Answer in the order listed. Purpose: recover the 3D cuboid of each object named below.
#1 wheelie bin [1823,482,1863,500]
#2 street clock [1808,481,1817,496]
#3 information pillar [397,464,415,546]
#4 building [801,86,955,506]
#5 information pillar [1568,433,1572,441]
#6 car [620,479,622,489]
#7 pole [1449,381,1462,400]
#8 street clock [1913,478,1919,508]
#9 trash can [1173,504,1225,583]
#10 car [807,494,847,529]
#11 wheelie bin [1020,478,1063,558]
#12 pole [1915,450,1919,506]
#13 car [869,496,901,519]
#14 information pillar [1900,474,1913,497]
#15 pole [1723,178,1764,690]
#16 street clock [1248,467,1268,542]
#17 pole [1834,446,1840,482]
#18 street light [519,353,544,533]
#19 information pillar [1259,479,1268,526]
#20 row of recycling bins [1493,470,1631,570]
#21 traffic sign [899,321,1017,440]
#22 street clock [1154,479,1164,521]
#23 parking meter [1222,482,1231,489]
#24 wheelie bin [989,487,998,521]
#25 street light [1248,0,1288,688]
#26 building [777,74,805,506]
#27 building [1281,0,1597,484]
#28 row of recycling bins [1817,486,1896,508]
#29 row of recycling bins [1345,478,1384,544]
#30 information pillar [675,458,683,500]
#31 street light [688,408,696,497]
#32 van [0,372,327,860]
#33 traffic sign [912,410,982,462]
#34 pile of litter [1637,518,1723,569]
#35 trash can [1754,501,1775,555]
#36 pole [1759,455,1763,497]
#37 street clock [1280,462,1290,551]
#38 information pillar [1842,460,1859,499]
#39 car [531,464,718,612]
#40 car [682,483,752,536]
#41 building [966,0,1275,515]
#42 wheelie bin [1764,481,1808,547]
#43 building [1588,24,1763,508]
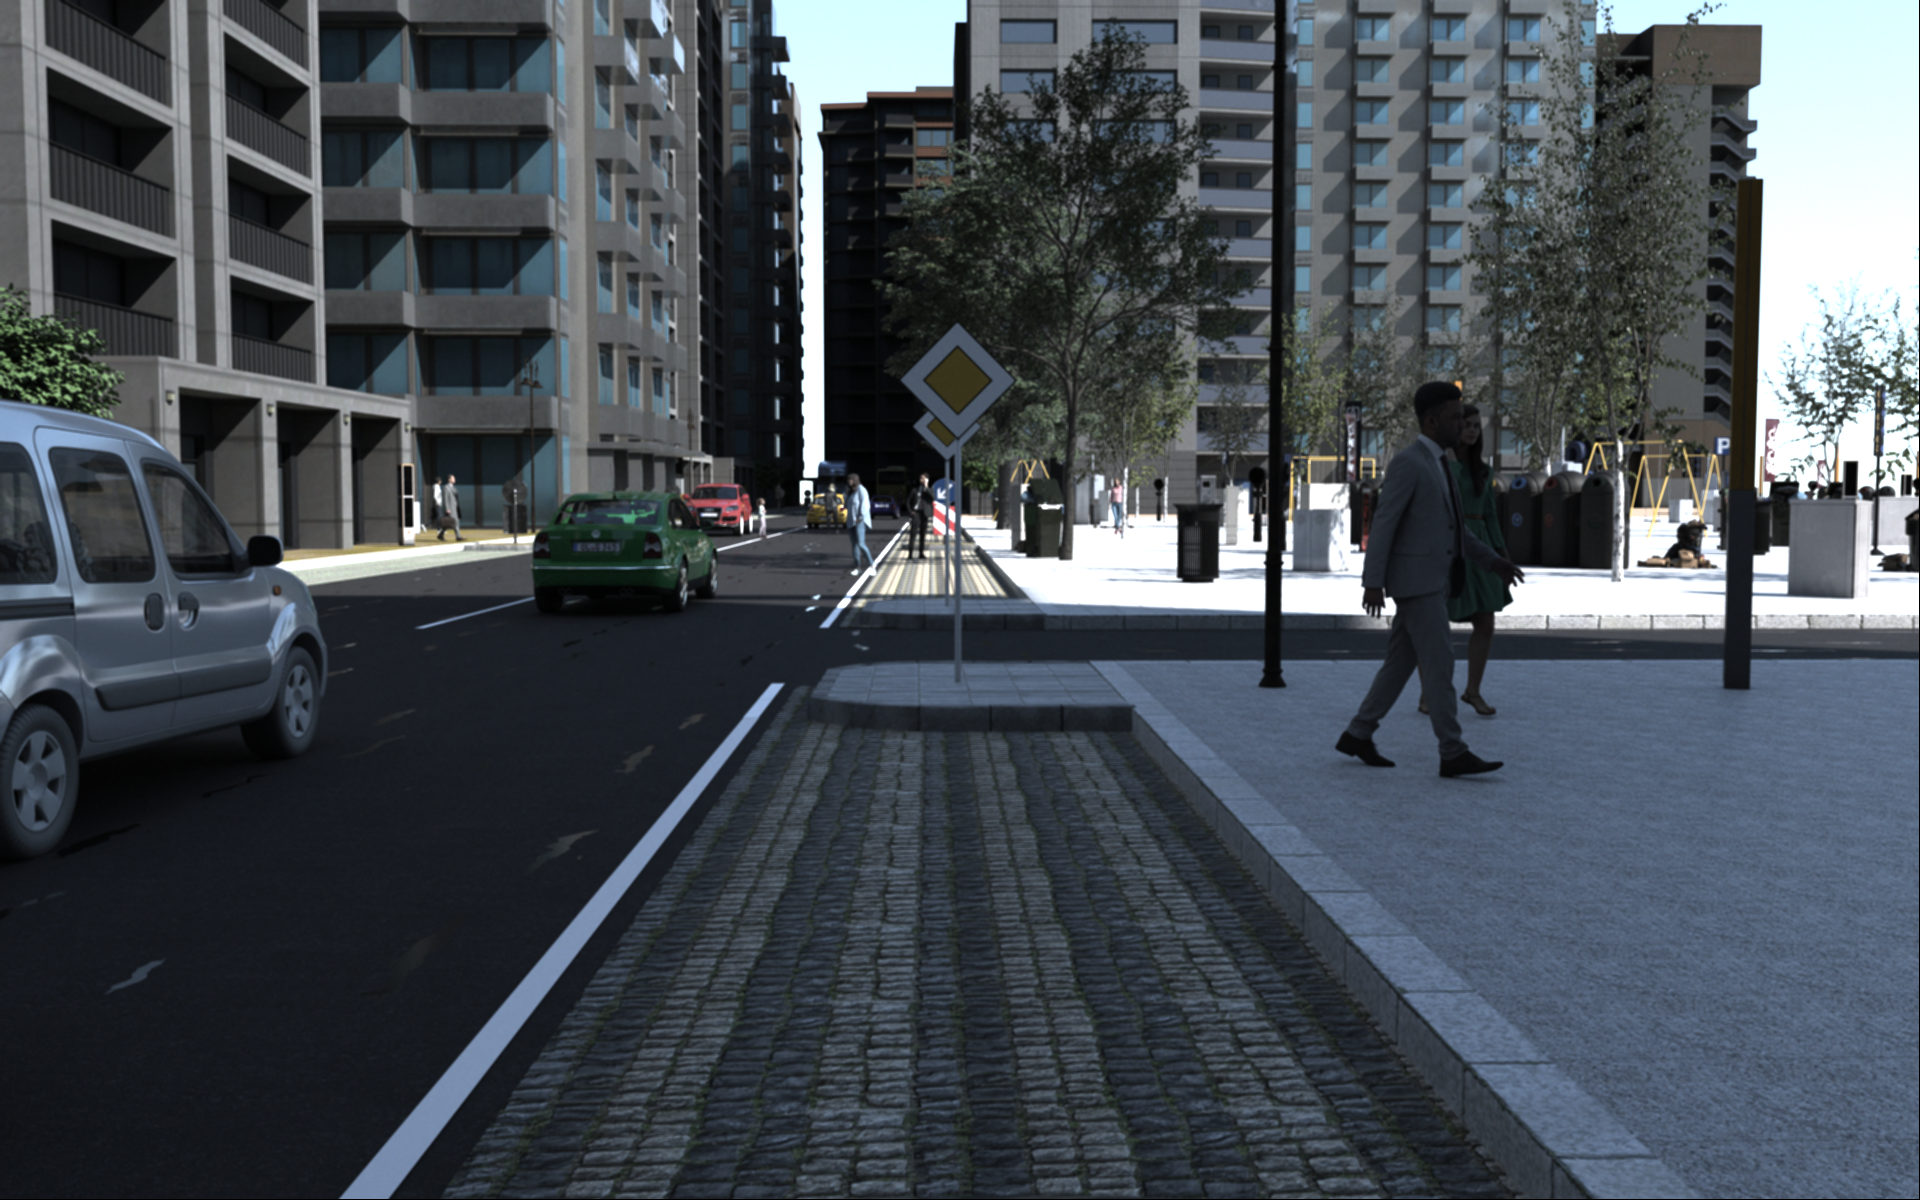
[{"bbox_3d":[22.908,-2.265,44.933,0.980,1.594,0.693,0,4,4],"label":"wheelie bin"},{"bbox_3d":[45.691,-5.398,92.830,0.471,2.002,0.358,-1,4,-8],"label":"street clock"},{"bbox_3d":[-13.701,-2.345,42.836,0.304,2.012,0.304,-3,5,-41],"label":"information pillar"},{"bbox_3d":[-2.239,-32.676,188.884,28.867,44.769,22.147,0,4,-1],"label":"building"},{"bbox_3d":[23.413,-4.577,66.186,0.504,3.616,0.183,-1,4,-13],"label":"information pillar"},{"bbox_3d":[-8.526,-2.046,42.256,1.959,1.807,4.718,0,4,1],"label":"car"},{"bbox_3d":[8.953,-2.297,31.393,0.158,3.312,0.155,0,3,0],"label":"pole"},{"bbox_3d":[43.301,-4.510,78.313,0.471,2.002,0.358,1,4,21],"label":"street clock"},{"bbox_3d":[3.465,-0.828,25.188,0.748,1.137,0.748,0,3,0],"label":"trash can"},{"bbox_3d":[-5.434,-3.826,72.775,2.015,1.641,3.980,0,4,1],"label":"car"},{"bbox_3d":[1.645,-1.658,35.015,0.980,1.594,0.693,-2,4,-27],"label":"wheelie bin"},{"bbox_3d":[44.747,-5.324,80.888,0.158,3.312,0.155,0,3,0],"label":"pole"},{"bbox_3d":[-4.414,-5.337,99.836,1.945,1.354,3.894,0,4,0],"label":"car"},{"bbox_3d":[34.543,-3.593,63.239,0.304,2.012,0.304,0,4,3],"label":"information pillar"},{"bbox_3d":[5.134,-1.071,11.356,0.158,3.312,0.155,0,3,0],"label":"pole"},{"bbox_3d":[7.970,-2.554,46.331,0.471,2.002,0.358,2,4,30],"label":"street clock"},{"bbox_3d":[37.426,-4.900,73.963,0.158,3.312,0.155,0,3,0],"label":"pole"},{"bbox_3d":[-14.018,-5.136,56.766,0.468,5.910,1.993,0,4,-1],"label":"street light"},{"bbox_3d":[12.224,-4.003,69.934,0.304,2.012,0.304,0,4,-8],"label":"information pillar"},{"bbox_3d":[10.494,-1.457,30.934,1.069,1.692,3.534,-2,4,-26],"label":"row of recycling bins"},{"bbox_3d":[0.004,-0.584,11.731,0.795,2.593,0.064,0,4,-1],"label":"traffic sign"},{"bbox_3d":[9.380,-4.715,81.653,0.471,2.002,0.358,0,4,0],"label":"street clock"},{"bbox_3d":[12.690,-4.699,82.542,0.399,1.863,0.255,-1,4,-18],"label":"parking meter"},{"bbox_3d":[1.838,-4.571,82.637,0.980,1.594,0.693,-1,4,-13],"label":"wheelie bin"},{"bbox_3d":[2.083,-2.360,11.370,0.468,5.910,1.993,0,4,-1],"label":"street light"},{"bbox_3d":[-24.212,-32.714,184.992,14.200,45.320,14.600,0,4,-1],"label":"building"},{"bbox_3d":[41.490,-32.965,158.581,30.456,49.044,23.786,0,4,-1],"label":"building"},{"bbox_3d":[44.114,-4.782,85.298,3.534,1.692,1.069,3,4,38],"label":"row of recycling bins"},{"bbox_3d":[10.927,-2.271,44.239,1.069,1.692,3.534,-2,4,-23],"label":"row of recycling bins"},{"bbox_3d":[-15.038,-6.190,92.560,0.504,3.616,0.183,1,4,15],"label":"information pillar"},{"bbox_3d":[-14.503,-7.371,93.308,0.468,5.910,1.993,0,4,-1],"label":"street light"},{"bbox_3d":[-4.422,-0.070,8.151,2.013,2.044,4.112,0,4,0],"label":"van"},{"bbox_3d":[-0.127,-1.072,19.715,0.795,2.593,0.064,0,4,-1],"label":"traffic sign"},{"bbox_3d":[12.581,-0.999,30.292,1.176,0.858,1.719,0,4,-1],"label":"pile of litter"},{"bbox_3d":[16.751,-1.521,36.516,0.748,1.137,0.748,0,3,0],"label":"trash can"},{"bbox_3d":[42.313,-5.975,91.530,0.158,3.312,0.155,0,3,0],"label":"pole"},{"bbox_3d":[7.236,-2.103,38.955,0.358,2.002,0.471,2,4,27],"label":"street clock"},{"bbox_3d":[19.395,-2.035,37.761,0.304,2.012,0.304,2,4,24],"label":"information pillar"},{"bbox_3d":[-4.239,-0.831,22.378,1.959,1.807,4.718,0,4,0],"label":"car"},{"bbox_3d":[-8.407,-3.151,60.187,2.281,1.827,5.304,0,4,-1],"label":"car"},{"bbox_3d":[10.936,-35.343,119.859,21.231,58.520,28.212,0,4,-1],"label":"building"},{"bbox_3d":[20.186,-2.107,42.351,0.980,1.594,0.693,1,4,19],"label":"wheelie bin"},{"bbox_3d":[64.724,-31.410,163.666,14.200,45.320,14.600,0,4,-1],"label":"building"}]
